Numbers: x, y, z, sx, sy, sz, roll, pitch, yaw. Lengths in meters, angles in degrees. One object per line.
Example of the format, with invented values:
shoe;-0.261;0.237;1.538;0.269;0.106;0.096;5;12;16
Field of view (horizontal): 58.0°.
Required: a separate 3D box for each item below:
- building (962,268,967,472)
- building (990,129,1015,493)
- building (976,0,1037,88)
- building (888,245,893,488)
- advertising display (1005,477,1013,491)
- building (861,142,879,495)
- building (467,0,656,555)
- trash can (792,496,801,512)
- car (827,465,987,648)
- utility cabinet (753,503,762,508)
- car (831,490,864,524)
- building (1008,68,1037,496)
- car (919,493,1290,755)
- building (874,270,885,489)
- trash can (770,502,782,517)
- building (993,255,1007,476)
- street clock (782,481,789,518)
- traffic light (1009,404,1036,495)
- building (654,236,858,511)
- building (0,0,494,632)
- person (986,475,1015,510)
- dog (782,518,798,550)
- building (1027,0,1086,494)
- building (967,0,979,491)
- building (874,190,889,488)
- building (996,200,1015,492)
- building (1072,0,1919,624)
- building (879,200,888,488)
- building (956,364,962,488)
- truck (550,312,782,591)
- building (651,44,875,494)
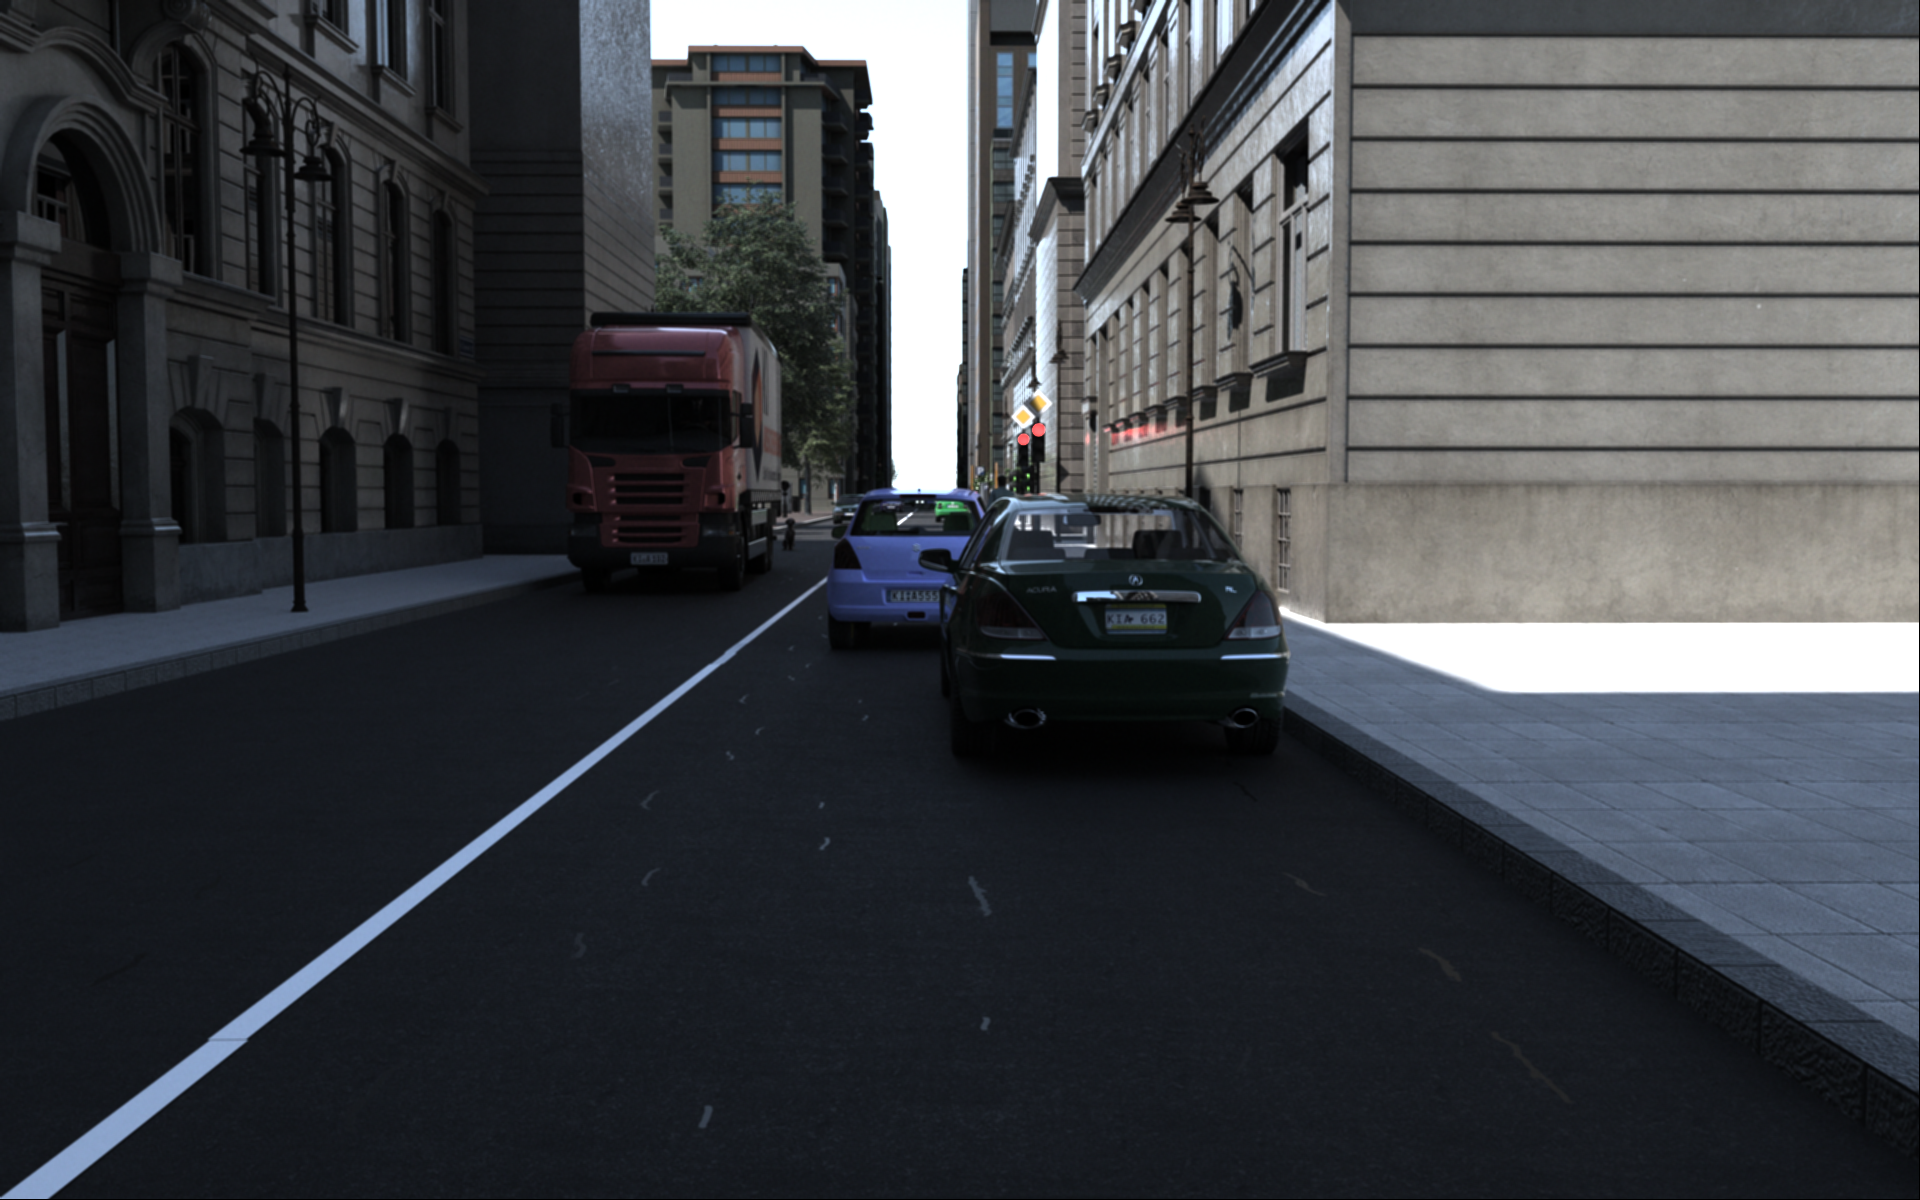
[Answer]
building;7.200;-27.518;221.619;14.160;30.474;14.107;0;4;-1
building;9.415;-22.533;140.108;14.160;30.474;14.107;0;4;-1
building;8.438;-30.824;154.088;14.600;45.320;14.200;0;4;-1
building;-18.041;-36.277;276.717;14.154;41.232;14.086;0;4;-1
advertising display;1.811;-3.621;64.416;0.123;1.923;0.974;-1;4;-8
building;-16.859;-31.299;195.335;14.154;41.232;14.086;0;4;-1
building;-16.785;-11.705;40.529;18.267;20.994;9.793;0;4;-1
trash can;-11.559;-6.770;122.346;0.748;1.137;0.748;0;3;0
car;-0.358;-0.477;17.387;1.945;1.707;3.694;0;4;1
utility cabinet;-8.316;-3.612;67.728;1.173;1.500;0.318;-1;4;-9
car;-5.186;-4.522;83.717;2.009;1.686;4.222;0;4;0
building;7.484;-14.106;79.786;9.793;20.994;18.267;0;4;-1
car;0.807;0.051;10.964;2.131;1.459;4.920;0;4;-2
building;-16.816;-27.401;219.701;14.160;30.474;14.107;0;4;-1
trash can;-10.213;-5.164;96.082;0.748;1.137;0.748;0;3;0
building;8.413;-17.279;118.675;11.583;22.565;21.152;0;4;-1
street clock;-9.548;-5.493;94.384;0.471;2.002;0.358;1;4;21
traffic light;1.956;-3.993;54.200;0.839;4.253;0.868;0;4;-1
building;-23.001;-18.292;144.107;27.650;21.520;28.899;0;4;-1
building;-14.455;-12.096;16.862;14.460;24.649;34.723;0;4;-1
person;0.853;-1.670;35.821;0.660;1.820;0.620;-1;4;-22
dog;-4.302;-1.688;44.435;0.513;0.831;0.800;2;4;24
building;15.043;-16.062;59.877;25.104;27.353;12.463;0;4;-1
building;11.195;-38.788;176.190;21.231;58.520;28.212;0;4;-1
building;-17.826;-37.431;262.103;14.600;45.320;14.200;0;4;-1
building;7.621;-14.310;98.588;10.561;19.102;19.286;0;4;-1
building;10.675;-12.075;30.714;16.112;22.955;30.059;0;4;-1
building;-17.473;-33.660;233.940;14.154;41.232;14.086;0;4;-1
building;13.472;-24.403;244.021;27.650;21.520;28.899;0;4;-1
truck;-4.548;-2.454;29.041;2.839;4.237;11.283;0;4;-2
building;-19.815;-31.665;172.349;22.147;44.769;28.867;0;4;-1
